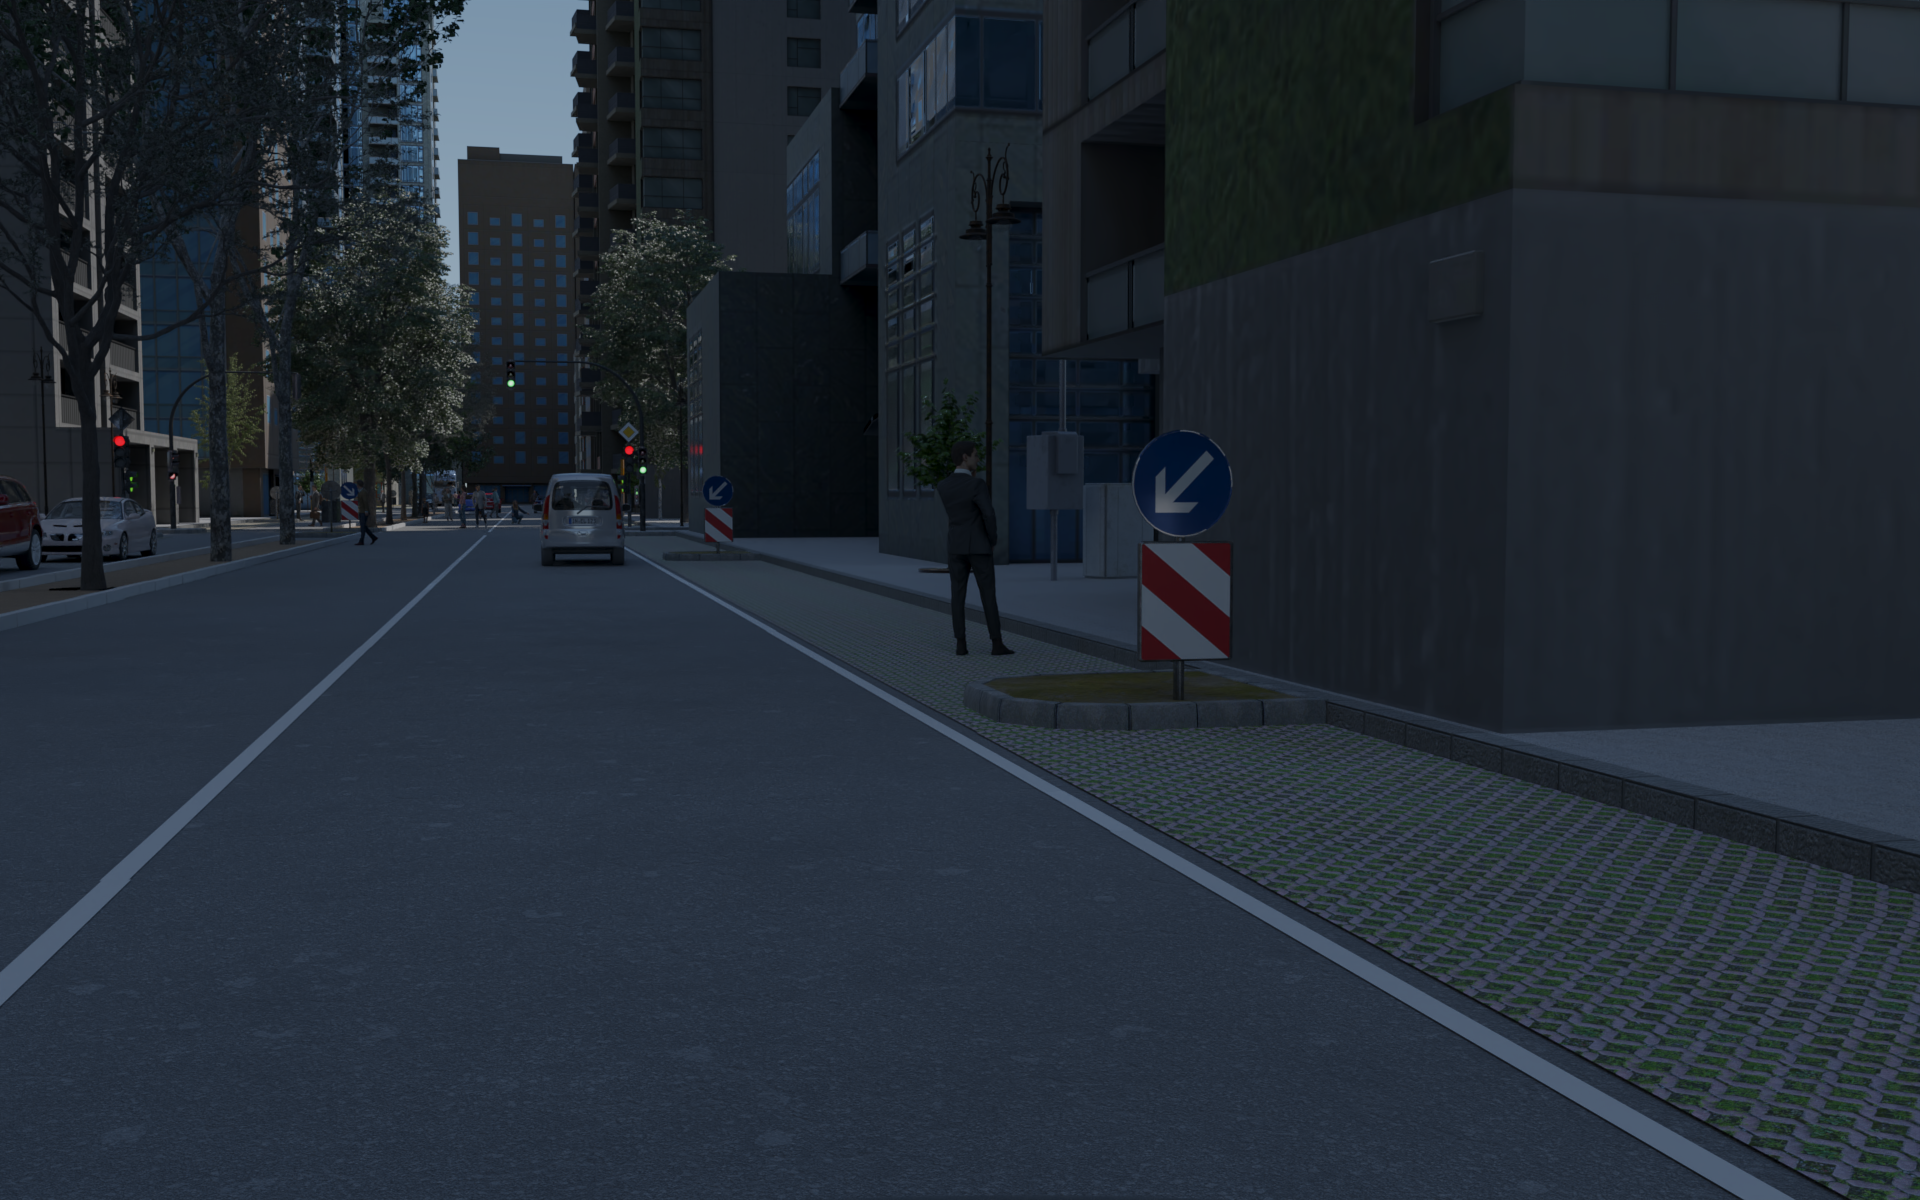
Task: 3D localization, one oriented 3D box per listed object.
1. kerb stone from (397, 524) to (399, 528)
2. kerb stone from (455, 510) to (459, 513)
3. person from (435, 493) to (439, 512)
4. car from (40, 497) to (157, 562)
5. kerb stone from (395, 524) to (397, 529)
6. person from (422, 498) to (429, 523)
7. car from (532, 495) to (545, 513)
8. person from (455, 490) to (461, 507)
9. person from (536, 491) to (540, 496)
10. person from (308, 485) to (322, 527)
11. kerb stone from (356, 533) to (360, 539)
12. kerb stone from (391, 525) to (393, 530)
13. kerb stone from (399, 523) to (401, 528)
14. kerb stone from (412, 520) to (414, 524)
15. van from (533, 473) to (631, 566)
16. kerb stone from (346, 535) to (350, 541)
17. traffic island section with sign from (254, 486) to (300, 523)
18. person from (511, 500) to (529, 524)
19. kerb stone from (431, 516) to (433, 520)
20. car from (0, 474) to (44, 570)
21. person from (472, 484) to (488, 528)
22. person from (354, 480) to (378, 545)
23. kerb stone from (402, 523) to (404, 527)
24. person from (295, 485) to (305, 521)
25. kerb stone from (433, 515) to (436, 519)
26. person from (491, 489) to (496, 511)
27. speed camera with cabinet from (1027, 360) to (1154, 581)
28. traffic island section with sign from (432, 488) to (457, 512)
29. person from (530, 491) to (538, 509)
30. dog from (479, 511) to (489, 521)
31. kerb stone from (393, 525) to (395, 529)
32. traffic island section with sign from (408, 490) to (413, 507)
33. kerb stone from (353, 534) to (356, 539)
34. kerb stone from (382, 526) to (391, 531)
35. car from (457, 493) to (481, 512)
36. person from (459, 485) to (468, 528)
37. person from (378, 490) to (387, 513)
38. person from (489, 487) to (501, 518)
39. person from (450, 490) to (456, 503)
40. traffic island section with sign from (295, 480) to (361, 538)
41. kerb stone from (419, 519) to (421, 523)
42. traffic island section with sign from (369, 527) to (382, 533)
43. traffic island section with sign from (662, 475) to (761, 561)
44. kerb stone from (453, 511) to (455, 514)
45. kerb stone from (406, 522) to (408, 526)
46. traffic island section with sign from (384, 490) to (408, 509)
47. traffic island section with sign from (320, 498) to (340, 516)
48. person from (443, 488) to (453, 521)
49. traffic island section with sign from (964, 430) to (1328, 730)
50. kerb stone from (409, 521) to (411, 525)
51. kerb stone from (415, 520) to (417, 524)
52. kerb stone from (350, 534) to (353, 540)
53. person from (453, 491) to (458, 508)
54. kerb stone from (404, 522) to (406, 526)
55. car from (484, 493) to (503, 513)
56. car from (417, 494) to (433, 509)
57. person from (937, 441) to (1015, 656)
[{"bbox_3d":[-23.346,-3.011,71.421,0.120,0.150,1.000,-1,4,-14],"label":"kerb stone"},{"bbox_3d":[-38.684,-6.782,133.188,0.120,0.150,1.000,-1,4,-14],"label":"kerb stone"},{"bbox_3d":[-40.553,-7.517,133.991,0.523,1.515,0.503,-1,4,-13],"label":"person"},{"bbox_3d":[-19.091,-1.583,38.240,2.083,1.381,4.827,-1,4,-13],"label":"car"},{"bbox_3d":[-23.088,-2.950,70.432,0.120,0.150,1.000,-1,4,-14],"label":"kerb stone"},{"bbox_3d":[-26.207,-4.387,84.901,0.362,1.253,0.373,0,4,4],"label":"person"},{"bbox_3d":[-31.053,-7.164,129.714,1.945,1.354,3.894,-1,4,-14],"label":"car"},{"bbox_3d":[-42.496,-8.410,146.682,0.721,1.739,1.217,-2,4,-35],"label":"person"},{"bbox_3d":[-51.979,-12.486,212.660,1.348,1.822,0.705,-2,4,-24],"label":"person"},{"bbox_3d":[-28.225,-4.125,75.910,0.622,1.834,0.822,3,5,40],"label":"person"},{"bbox_3d":[-19.263,-2.006,55.012,0.120,0.150,1.000,-1,4,-14],"label":"kerb stone"},{"bbox_3d":[-22.602,-2.829,68.443,0.120,0.150,1.000,-1,4,-14],"label":"kerb stone"},{"bbox_3d":[-23.586,-3.070,72.415,0.120,0.150,1.000,-1,4,-14],"label":"kerb stone"},{"bbox_3d":[-25.574,-3.560,80.394,0.120,0.150,1.000,-1,4,-14],"label":"kerb stone"},{"bbox_3d":[-7.846,-1.772,35.989,2.013,2.044,4.112,-1,4,-12],"label":"van"},{"bbox_3d":[-18.522,-1.820,52.018,0.120,0.150,1.000,-1,4,-14],"label":"kerb stone"},{"bbox_3d":[-34.597,-4.840,87.766,1.989,1.847,2.006,-1,4,-14],"label":"traffic island section with sign"},{"bbox_3d":[-20.993,-4.185,82.424,1.012,1.151,0.738,-3,5,-39],"label":"person"},{"bbox_3d":[-29.533,-4.536,96.352,0.120,0.150,1.000,-1,4,-14],"label":"kerb stone"},{"bbox_3d":[-18.055,-1.364,30.974,2.281,1.827,5.304,-1,4,-13],"label":"car"},{"bbox_3d":[-20.510,-4.015,73.995,0.661,1.843,0.795,0,4,7],"label":"person"},{"bbox_3d":[-16.743,-2.463,48.673,0.656,1.842,0.836,2,4,33],"label":"person"},{"bbox_3d":[-24.087,-3.191,74.414,0.120,0.150,1.000,-1,4,-14],"label":"kerb stone"},{"bbox_3d":[-35.224,-5.175,92.472,0.474,1.900,0.648,-1,4,-9],"label":"person"},{"bbox_3d":[-30.283,-4.718,99.342,0.120,0.150,1.000,-1,4,-14],"label":"kerb stone"},{"bbox_3d":[-38.465,-8.212,142.852,1.350,1.814,0.705,2,4,35],"label":"person"},{"bbox_3d":[1.979,-1.946,26.149,2.038,3.252,0.660,-2,4,-34],"label":"speed camera with cabinet"},{"bbox_3d":[-40.920,-7.930,137.790,2.006,1.907,1.989,-1,4,-14],"label":"traffic island section with sign"},{"bbox_3d":[-40.050,-9.434,163.306,0.990,1.755,0.434,-1,4,-16],"label":"person"},{"bbox_3d":[-25.824,-4.555,93.768,0.406,0.507,0.540,1,4,10],"label":"dog"},{"bbox_3d":[-22.850,-2.887,69.435,0.120,0.150,1.000,-1,4,-14],"label":"kerb stone"},{"bbox_3d":[-59.677,-11.014,188.704,1.989,1.847,2.006,-1,4,-14],"label":"traffic island section with sign"},{"bbox_3d":[-19.021,-1.946,54.012,0.120,0.150,1.000,-1,4,-14],"label":"kerb stone"},{"bbox_3d":[-22.360,-2.765,67.450,0.120,0.150,1.000,-1,4,-14],"label":"kerb stone"},{"bbox_3d":[-34.628,-6.920,122.728,1.945,1.707,3.694,-1,4,-15],"label":"car"},{"bbox_3d":[-20.754,-3.902,72.315,0.388,1.821,0.555,-1,4,-21],"label":"person"},{"bbox_3d":[-43.249,-7.385,129.637,0.661,1.777,0.834,0,4,4],"label":"person"},{"bbox_3d":[-27.725,-5.800,103.195,0.748,1.841,0.638,-2,4,-25],"label":"person"},{"bbox_3d":[-50.154,-9.908,170.505,1.348,1.823,0.705,2,4,33],"label":"person"},{"bbox_3d":[-21.015,-3.030,57.671,2.006,1.907,1.989,-1,4,-14],"label":"traffic island section with sign"},{"bbox_3d":[-26.817,-3.865,85.388,0.120,0.150,1.000,-1,4,-14],"label":"kerb stone"},{"bbox_3d":[-22.792,-3.470,64.863,2.006,1.907,1.989,-1,4,-14],"label":"traffic island section with sign"},{"bbox_3d":[-5.461,-1.782,37.770,1.989,1.847,2.006,-1,4,-14],"label":"traffic island section with sign"},{"bbox_3d":[-36.463,-6.239,124.239,0.120,0.150,1.000,-1,4,-14],"label":"kerb stone"},{"bbox_3d":[-24.582,-3.316,76.412,0.120,0.150,1.000,-1,4,-14],"label":"kerb stone"},{"bbox_3d":[-53.166,-9.414,162.544,1.989,1.847,2.006,-1,4,-14],"label":"traffic island section with sign"},{"bbox_3d":[-41.155,-6.456,114.176,1.989,1.847,2.006,-1,4,-14],"label":"traffic island section with sign"},{"bbox_3d":[-27.198,-5.078,92.069,0.519,1.759,0.362,-3,4,-36],"label":"person"},{"bbox_3d":[1.092,-0.171,11.422,1.989,1.847,2.006,-1,4,-14],"label":"traffic island section with sign"},{"bbox_3d":[-25.080,-3.438,78.407,0.120,0.150,1.000,-1,4,-14],"label":"kerb stone"},{"bbox_3d":[-26.072,-3.682,82.401,0.120,0.150,1.000,-1,4,-14],"label":"kerb stone"},{"bbox_3d":[-18.768,-1.885,53.016,0.120,0.150,1.000,-1,4,-14],"label":"kerb stone"},{"bbox_3d":[-53.708,-10.720,184.478,1.217,1.736,0.721,1,4,17],"label":"person"},{"bbox_3d":[-24.335,-3.252,75.413,0.120,0.150,1.000,-1,4,-14],"label":"kerb stone"},{"bbox_3d":[-36.105,-7.566,132.745,2.155,1.783,4.494,-1,4,-15],"label":"car"},{"bbox_3d":[-50.048,-9.313,162.059,2.009,1.686,4.222,-1,4,-14],"label":"car"},{"bbox_3d":[0.121,-0.460,15.381,0.648,1.900,0.474,2,4,30],"label":"person"}]
